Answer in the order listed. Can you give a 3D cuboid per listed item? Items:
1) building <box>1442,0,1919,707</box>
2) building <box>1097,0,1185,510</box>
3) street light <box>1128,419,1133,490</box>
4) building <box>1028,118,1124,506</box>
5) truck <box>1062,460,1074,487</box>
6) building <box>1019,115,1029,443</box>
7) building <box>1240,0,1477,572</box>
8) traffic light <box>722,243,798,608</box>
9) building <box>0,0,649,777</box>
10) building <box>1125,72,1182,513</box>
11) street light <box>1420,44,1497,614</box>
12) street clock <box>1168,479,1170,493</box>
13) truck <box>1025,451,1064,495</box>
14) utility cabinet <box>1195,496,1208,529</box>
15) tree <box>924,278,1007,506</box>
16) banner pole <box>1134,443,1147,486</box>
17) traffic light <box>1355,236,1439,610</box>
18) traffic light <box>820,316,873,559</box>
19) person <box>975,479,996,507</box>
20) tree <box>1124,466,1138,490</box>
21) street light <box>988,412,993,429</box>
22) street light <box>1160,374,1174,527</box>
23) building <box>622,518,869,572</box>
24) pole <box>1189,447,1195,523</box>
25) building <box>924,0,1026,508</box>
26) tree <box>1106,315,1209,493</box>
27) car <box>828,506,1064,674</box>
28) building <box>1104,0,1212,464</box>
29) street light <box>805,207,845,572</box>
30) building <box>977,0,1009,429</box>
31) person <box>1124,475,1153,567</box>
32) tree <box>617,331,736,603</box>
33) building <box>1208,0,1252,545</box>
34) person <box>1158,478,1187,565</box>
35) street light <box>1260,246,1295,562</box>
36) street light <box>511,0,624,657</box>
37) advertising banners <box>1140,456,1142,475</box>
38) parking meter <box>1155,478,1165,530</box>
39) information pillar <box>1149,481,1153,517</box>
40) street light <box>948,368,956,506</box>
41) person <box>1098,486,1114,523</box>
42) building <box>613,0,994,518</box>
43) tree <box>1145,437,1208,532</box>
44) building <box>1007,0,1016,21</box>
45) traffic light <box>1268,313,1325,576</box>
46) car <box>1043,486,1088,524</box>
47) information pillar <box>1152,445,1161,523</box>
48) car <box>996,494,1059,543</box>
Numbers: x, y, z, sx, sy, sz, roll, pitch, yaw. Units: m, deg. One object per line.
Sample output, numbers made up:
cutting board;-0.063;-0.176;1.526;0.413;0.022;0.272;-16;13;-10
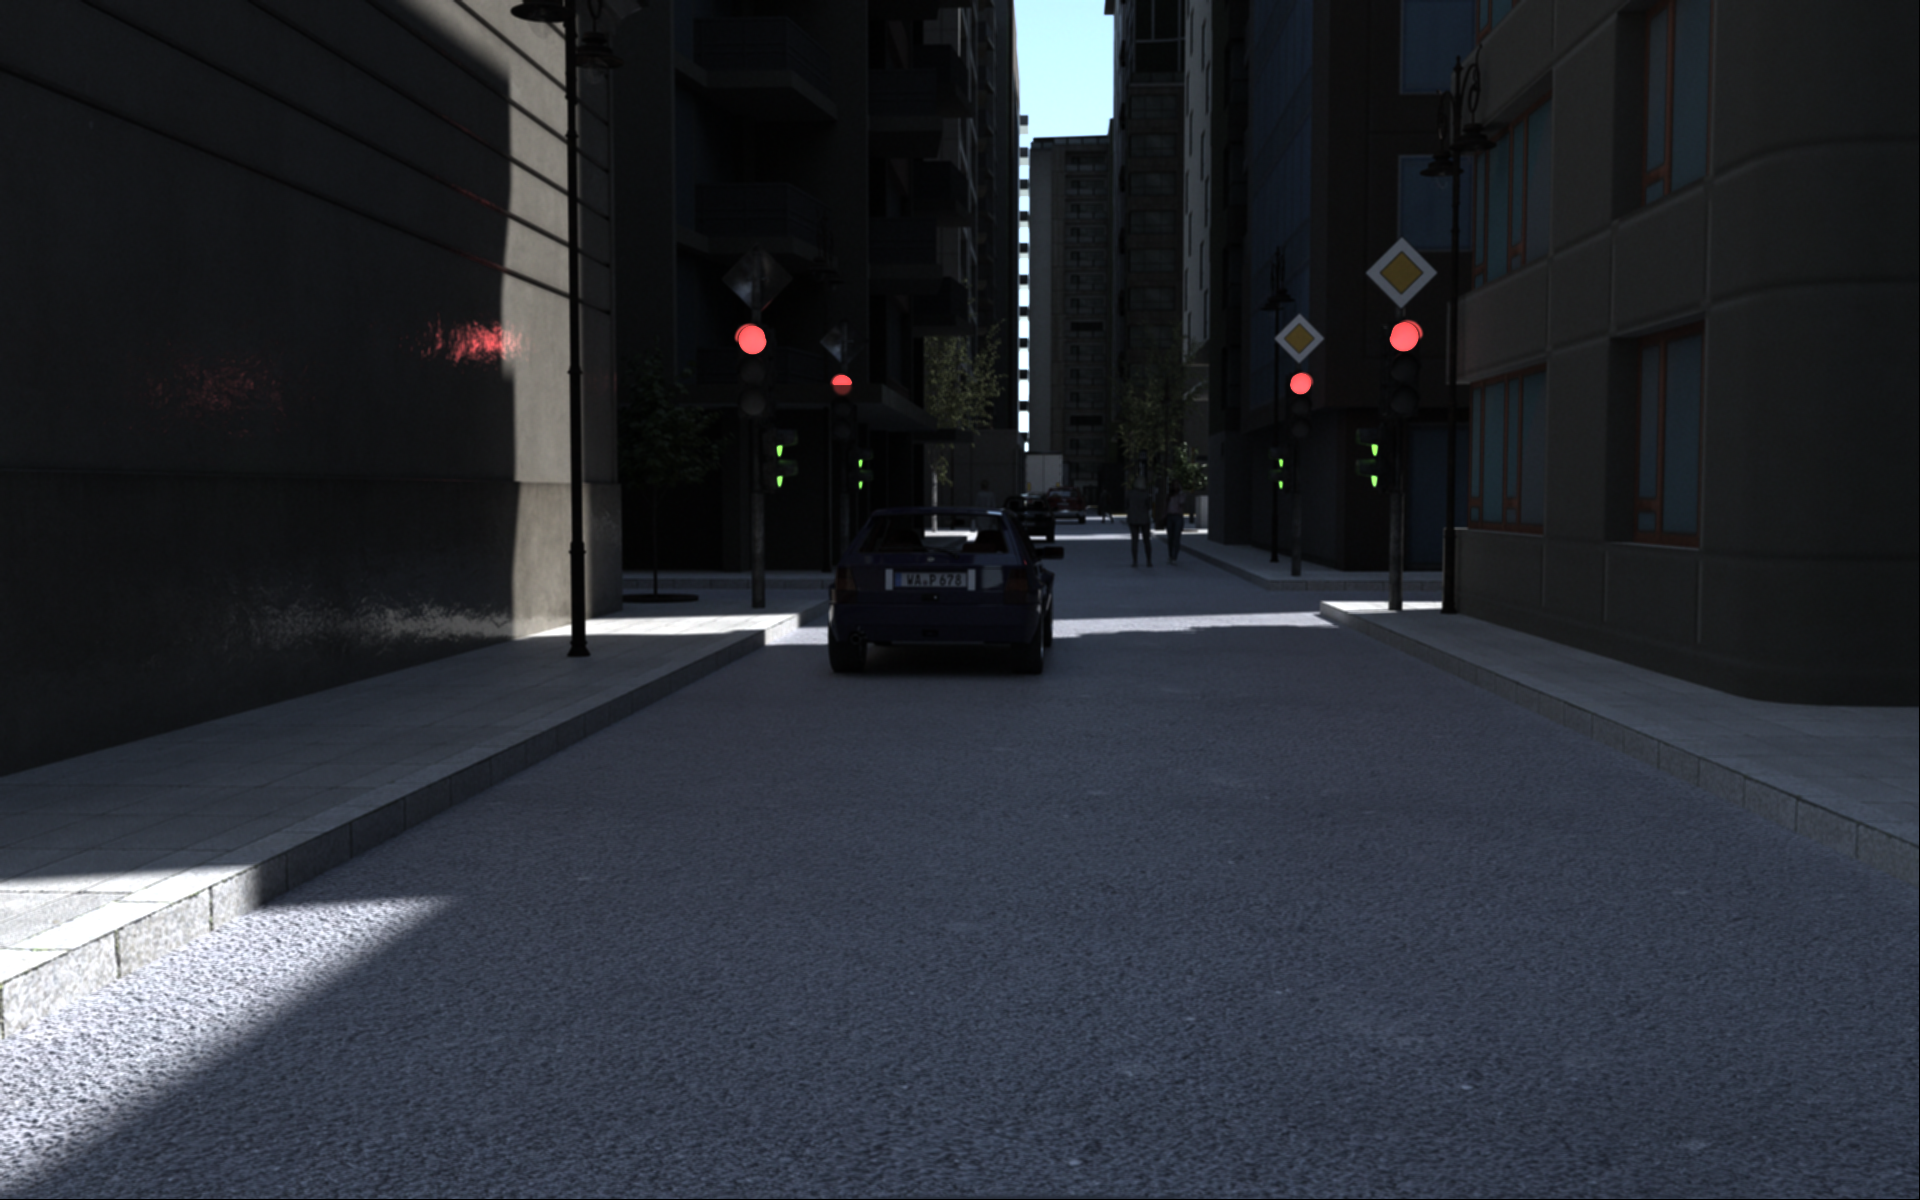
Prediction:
building;18.396;-9.697;3.585;27.650;21.520;28.899;0;4;3
building;21.597;-42.792;137.905;20.563;71.187;20.611;0;4;3
street light;9.912;-7.862;101.326;0.468;5.910;1.993;0;4;3
building;14.582;-31.086;191.846;14.086;41.232;14.154;0;4;3
truck;8.319;-9.847;149.912;2.839;4.237;11.283;0;4;5
building;-7.399;-35.337;197.367;30.456;49.044;23.786;0;4;3
building;13.409;-23.444;33.421;14.200;45.320;14.600;0;4;3
traffic light;-2.255;-1.865;19.417;0.839;4.253;0.868;0;4;3
building;-18.333;-10.927;11.937;30.059;22.955;16.112;0;4;3
building;18.646;-21.423;121.959;14.160;30.474;14.107;0;4;3
street light;5.252;-2.792;18.431;0.468;5.910;1.993;0;4;3
street clock;9.777;-4.688;81.224;0.471;2.002;0.358;3;5;42
truck;5.740;-7.955;118.980;2.839;4.237;11.283;0;4;3
utility cabinet;9.215;-3.259;64.442;1.020;1.237;0.306;-2;4;-35
tree;-0.628;-6.599;58.252;4.737;8.622;4.395;0;3;0
banner pole;8.812;-5.809;84.990;0.863;3.779;0.401;2;4;28
traffic light;4.796;-1.842;19.037;0.839;4.253;0.868;0;4;3
traffic light;-1.806;-2.353;27.389;0.839;4.253;0.868;0;4;3
person;0.565;-1.996;41.494;0.694;1.780;0.624;0;4;7
tree;11.831;-7.372;115.128;1.663;3.219;1.824;0;3;0
street light;1.721;-7.611;97.227;0.468;5.910;1.993;0;4;3
street light;7.970;-5.756;66.897;0.468;5.910;1.993;0;4;3
building;-11.090;-23.619;40.802;22.147;44.769;28.867;0;4;3
pole;10.125;-5.001;75.605;0.158;3.312;0.155;0;3;0
building;-7.443;-38.888;74.071;20.563;71.187;20.611;0;4;3
tree;8.225;-7.365;70.782;4.737;8.622;4.395;0;3;0
car;-0.074;-0.161;15.211;1.945;1.354;3.894;0;4;5
building;28.117;-35.040;162.148;28.713;52.752;27.495;0;4;3
street light;-2.188;-3.393;28.269;0.468;5.910;1.993;0;4;3
building;-3.346;-27.839;138.766;14.154;41.232;14.086;0;4;3
person;3.511;-1.554;34.094;0.537;1.800;0.526;1;4;21
tree;-3.650;-1.594;20.663;1.663;3.219;1.824;0;3;0
building;14.063;-16.977;49.270;14.160;30.474;14.107;0;4;3
person;4.364;-1.607;35.360;0.593;1.750;0.643;2;4;27
street light;5.931;-3.651;32.488;0.468;5.910;1.993;0;4;3
street light;-3.023;-2.493;13.555;0.468;5.910;1.993;0;4;3
advertising banners;8.252;-5.026;78.365;0.090;3.025;2.074;0;4;1
parking meter;7.084;-3.403;61.354;0.255;1.863;0.399;-1;4;-17
information pillar;10.628;-5.566;95.495;0.304;2.012;0.304;-1;4;-19
street light;-0.277;-5.492;62.575;0.468;5.910;1.993;0;4;3
person;7.213;-4.722;85.665;0.622;1.834;0.822;-2;4;-26
building;-9.026;-28.278;116.964;22.147;44.769;28.867;0;4;3
tree;7.563;-3.933;58.900;1.663;3.219;1.824;0;3;0
building;-2.090;-30.740;152.710;14.600;45.320;14.200;0;4;3
traffic light;5.245;-2.330;27.010;0.839;4.253;0.868;0;4;3
car;5.136;-4.664;84.937;2.281;1.827;5.304;0;4;5
information pillar;8.800;-5.267;77.466;0.183;3.616;0.504;3;5;42
car;2.011;-2.618;52.585;2.009;1.686;4.222;0;4;2
